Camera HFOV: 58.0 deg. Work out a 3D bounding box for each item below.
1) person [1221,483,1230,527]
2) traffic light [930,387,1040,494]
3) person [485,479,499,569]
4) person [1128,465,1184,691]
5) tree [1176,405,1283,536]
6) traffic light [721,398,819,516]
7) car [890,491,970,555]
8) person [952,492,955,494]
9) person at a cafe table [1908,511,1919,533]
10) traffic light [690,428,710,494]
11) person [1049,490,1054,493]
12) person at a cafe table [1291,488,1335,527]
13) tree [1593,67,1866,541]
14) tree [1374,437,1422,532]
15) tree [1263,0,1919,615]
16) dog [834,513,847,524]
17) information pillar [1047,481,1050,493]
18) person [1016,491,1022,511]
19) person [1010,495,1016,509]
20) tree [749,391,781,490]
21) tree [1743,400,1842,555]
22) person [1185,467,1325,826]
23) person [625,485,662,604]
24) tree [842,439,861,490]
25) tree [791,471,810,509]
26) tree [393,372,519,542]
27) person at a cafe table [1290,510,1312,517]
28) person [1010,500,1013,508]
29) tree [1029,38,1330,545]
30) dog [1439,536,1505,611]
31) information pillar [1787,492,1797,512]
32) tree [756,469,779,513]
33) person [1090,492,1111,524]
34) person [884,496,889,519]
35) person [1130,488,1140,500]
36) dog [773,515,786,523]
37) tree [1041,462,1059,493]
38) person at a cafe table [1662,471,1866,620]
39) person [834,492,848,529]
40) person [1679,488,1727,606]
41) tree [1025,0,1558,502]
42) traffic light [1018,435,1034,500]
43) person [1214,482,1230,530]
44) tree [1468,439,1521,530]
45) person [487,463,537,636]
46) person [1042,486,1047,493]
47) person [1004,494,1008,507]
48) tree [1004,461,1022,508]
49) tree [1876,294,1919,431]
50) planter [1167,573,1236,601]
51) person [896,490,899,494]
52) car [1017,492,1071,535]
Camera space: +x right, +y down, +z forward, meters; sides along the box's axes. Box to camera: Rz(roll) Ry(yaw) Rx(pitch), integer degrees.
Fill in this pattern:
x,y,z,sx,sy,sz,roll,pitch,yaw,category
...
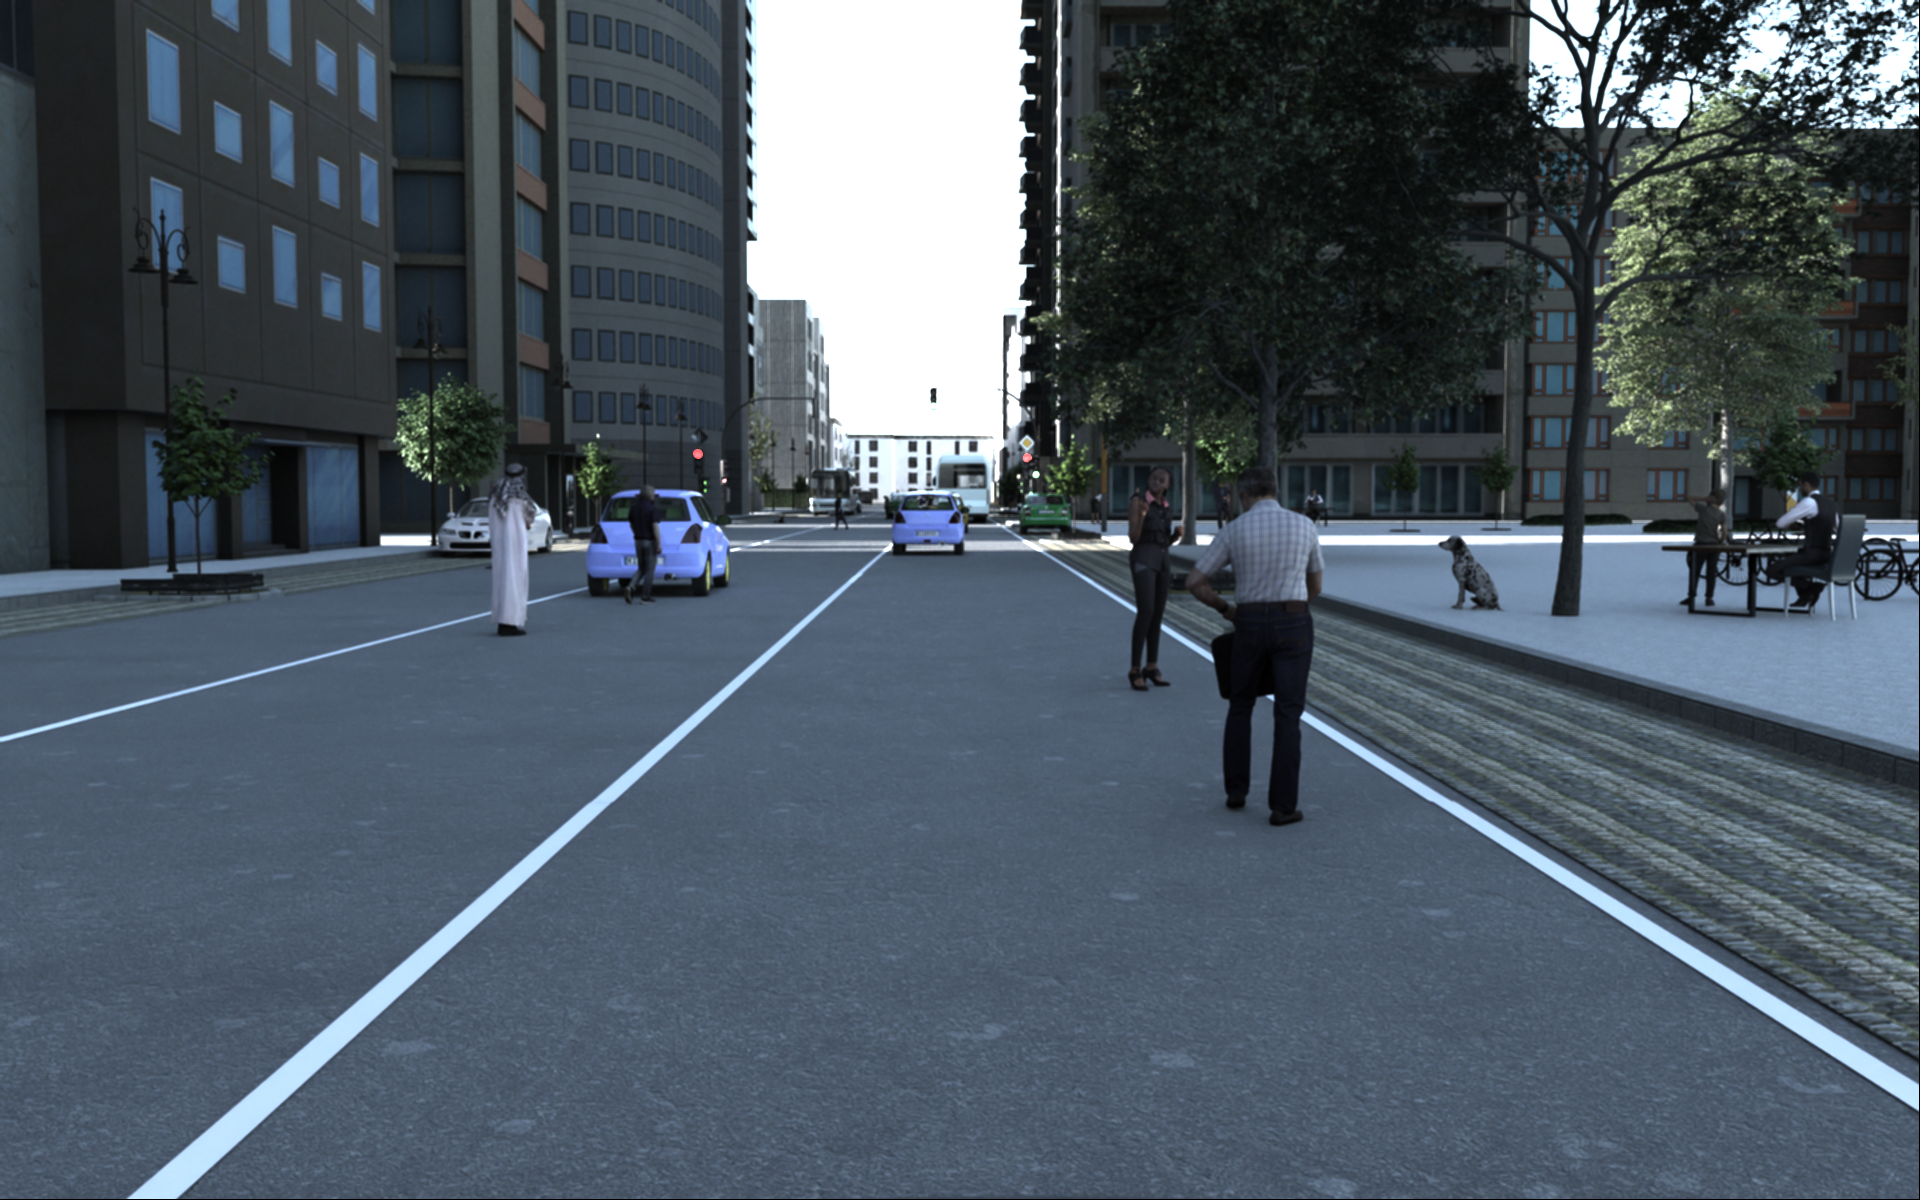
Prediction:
x,y,z,sx,sy,sz,roll,pitch,yaw,category
9.402,-3.378,61.401,0.434,1.807,0.598,-2,4,-25,person
1.097,-6.051,73.608,4.771,5.953,1.251,0,4,0,traffic light
-8.873,-1.450,33.144,0.436,1.711,0.756,-1,4,-15,person
1.442,-0.172,12.777,0.415,1.643,0.593,0,4,7,person
8.422,-4.283,53.746,4.285,4.588,4.351,0,3,0,tree
-9.028,-6.546,81.695,4.771,5.953,1.251,0,4,0,traffic light
-0.741,-1.979,41.955,1.945,1.707,3.694,0,4,0,car
-0.257,-3.498,68.382,0.600,1.496,0.574,1,4,10,person
32.479,-2.812,56.843,1.698,1.238,1.726,-1,4,-11,person at a cafe table
-11.073,-5.183,73.663,0.839,4.253,0.868,0,4,0,traffic light
3.635,-3.685,70.218,0.593,1.643,0.415,-3,5,-40,person
14.021,-3.686,68.777,1.698,1.524,1.622,1,4,13,person at a cafe table
20.586,-7.878,46.933,7.486,12.596,7.792,0,3,0,tree
15.298,-3.958,59.308,1.663,3.219,1.824,0,3,0,tree
6.742,-5.108,17.928,7.601,10.594,8.767,0,4,8,tree
-5.746,-3.920,83.386,0.540,0.507,0.406,-2,4,-23,dog
4.618,-5.127,88.325,0.304,2.012,0.304,0,4,-3,information pillar
4.468,-7.494,130.845,0.388,1.546,0.482,-2,4,-23,person
4.485,-8.611,147.652,0.655,1.722,0.431,1,4,20,person
-14.187,-10.120,115.827,4.737,8.622,4.395,0,3,0,tree
17.055,-2.532,35.996,1.663,3.219,1.824,0,3,0,tree
1.311,0.183,7.721,0.614,1.554,0.590,0,4,6,person
-4.180,-0.728,22.616,0.471,1.553,0.569,-2,4,-24,person
-14.688,-16.596,221.711,4.360,8.622,3.978,0,3,0,tree
-13.675,-9.563,150.951,1.663,3.219,1.824,0,3,0,tree
-13.574,-3.846,46.591,4.285,4.588,4.351,0,3,0,tree
10.901,-2.921,58.622,1.726,1.238,1.698,0,4,1,person at a cafe table
4.426,-8.638,150.506,0.421,1.427,0.697,0,4,2,person
5.638,-7.685,43.784,7.486,12.596,7.792,0,3,0,tree
5.780,-0.296,19.214,0.513,0.831,0.800,-2,4,-34,dog
35.997,-5.111,74.917,0.504,3.616,0.183,0,4,-4,information pillar
-13.558,-7.687,120.291,1.663,3.219,1.824,0,3,0,tree
5.929,-3.929,73.472,0.799,1.438,0.628,-3,5,-40,person
-4.143,-5.224,97.827,0.435,1.345,0.340,3,4,38,person
7.220,-3.844,71.158,0.388,1.546,0.482,-2,4,-28,person
-8.888,-3.965,85.022,0.748,0.427,0.550,1,4,16,dog
5.691,-6.758,105.100,1.663,3.219,1.824,0,3,0,tree
8.659,-0.597,18.284,1.698,1.524,1.622,-2,4,-31,person at a cafe table
-4.820,-3.604,69.974,0.613,1.512,0.480,0,4,-4,person
8.574,-0.612,19.961,0.435,1.345,0.340,0,4,6,person
6.033,-7.110,33.257,9.611,12.733,9.660,0,3,0,tree
3.142,-5.677,81.747,0.839,4.253,0.868,0,4,0,traffic light
8.663,-3.065,56.599,0.683,1.767,0.568,-1,4,-14,person
19.107,-4.082,61.342,1.663,3.219,1.824,0,3,0,tree
-4.546,-0.516,17.607,0.551,1.740,0.621,0,4,6,person
5.152,-6.148,106.688,0.434,1.807,0.598,0,4,5,person
4.384,-9.966,169.794,0.742,1.727,0.445,1,4,9,person
5.769,-11.008,163.701,4.285,4.588,4.351,0,3,0,tree
35.873,-6.906,63.271,4.737,8.622,4.395,0,3,0,tree
3.518,-0.173,23.975,1.991,0.319,1.994,0,4,0,planter
-5.476,-8.697,150.817,0.434,1.807,0.598,-2,4,-29,person
3.037,-3.268,62.223,1.959,1.807,4.718,0,4,1,car
